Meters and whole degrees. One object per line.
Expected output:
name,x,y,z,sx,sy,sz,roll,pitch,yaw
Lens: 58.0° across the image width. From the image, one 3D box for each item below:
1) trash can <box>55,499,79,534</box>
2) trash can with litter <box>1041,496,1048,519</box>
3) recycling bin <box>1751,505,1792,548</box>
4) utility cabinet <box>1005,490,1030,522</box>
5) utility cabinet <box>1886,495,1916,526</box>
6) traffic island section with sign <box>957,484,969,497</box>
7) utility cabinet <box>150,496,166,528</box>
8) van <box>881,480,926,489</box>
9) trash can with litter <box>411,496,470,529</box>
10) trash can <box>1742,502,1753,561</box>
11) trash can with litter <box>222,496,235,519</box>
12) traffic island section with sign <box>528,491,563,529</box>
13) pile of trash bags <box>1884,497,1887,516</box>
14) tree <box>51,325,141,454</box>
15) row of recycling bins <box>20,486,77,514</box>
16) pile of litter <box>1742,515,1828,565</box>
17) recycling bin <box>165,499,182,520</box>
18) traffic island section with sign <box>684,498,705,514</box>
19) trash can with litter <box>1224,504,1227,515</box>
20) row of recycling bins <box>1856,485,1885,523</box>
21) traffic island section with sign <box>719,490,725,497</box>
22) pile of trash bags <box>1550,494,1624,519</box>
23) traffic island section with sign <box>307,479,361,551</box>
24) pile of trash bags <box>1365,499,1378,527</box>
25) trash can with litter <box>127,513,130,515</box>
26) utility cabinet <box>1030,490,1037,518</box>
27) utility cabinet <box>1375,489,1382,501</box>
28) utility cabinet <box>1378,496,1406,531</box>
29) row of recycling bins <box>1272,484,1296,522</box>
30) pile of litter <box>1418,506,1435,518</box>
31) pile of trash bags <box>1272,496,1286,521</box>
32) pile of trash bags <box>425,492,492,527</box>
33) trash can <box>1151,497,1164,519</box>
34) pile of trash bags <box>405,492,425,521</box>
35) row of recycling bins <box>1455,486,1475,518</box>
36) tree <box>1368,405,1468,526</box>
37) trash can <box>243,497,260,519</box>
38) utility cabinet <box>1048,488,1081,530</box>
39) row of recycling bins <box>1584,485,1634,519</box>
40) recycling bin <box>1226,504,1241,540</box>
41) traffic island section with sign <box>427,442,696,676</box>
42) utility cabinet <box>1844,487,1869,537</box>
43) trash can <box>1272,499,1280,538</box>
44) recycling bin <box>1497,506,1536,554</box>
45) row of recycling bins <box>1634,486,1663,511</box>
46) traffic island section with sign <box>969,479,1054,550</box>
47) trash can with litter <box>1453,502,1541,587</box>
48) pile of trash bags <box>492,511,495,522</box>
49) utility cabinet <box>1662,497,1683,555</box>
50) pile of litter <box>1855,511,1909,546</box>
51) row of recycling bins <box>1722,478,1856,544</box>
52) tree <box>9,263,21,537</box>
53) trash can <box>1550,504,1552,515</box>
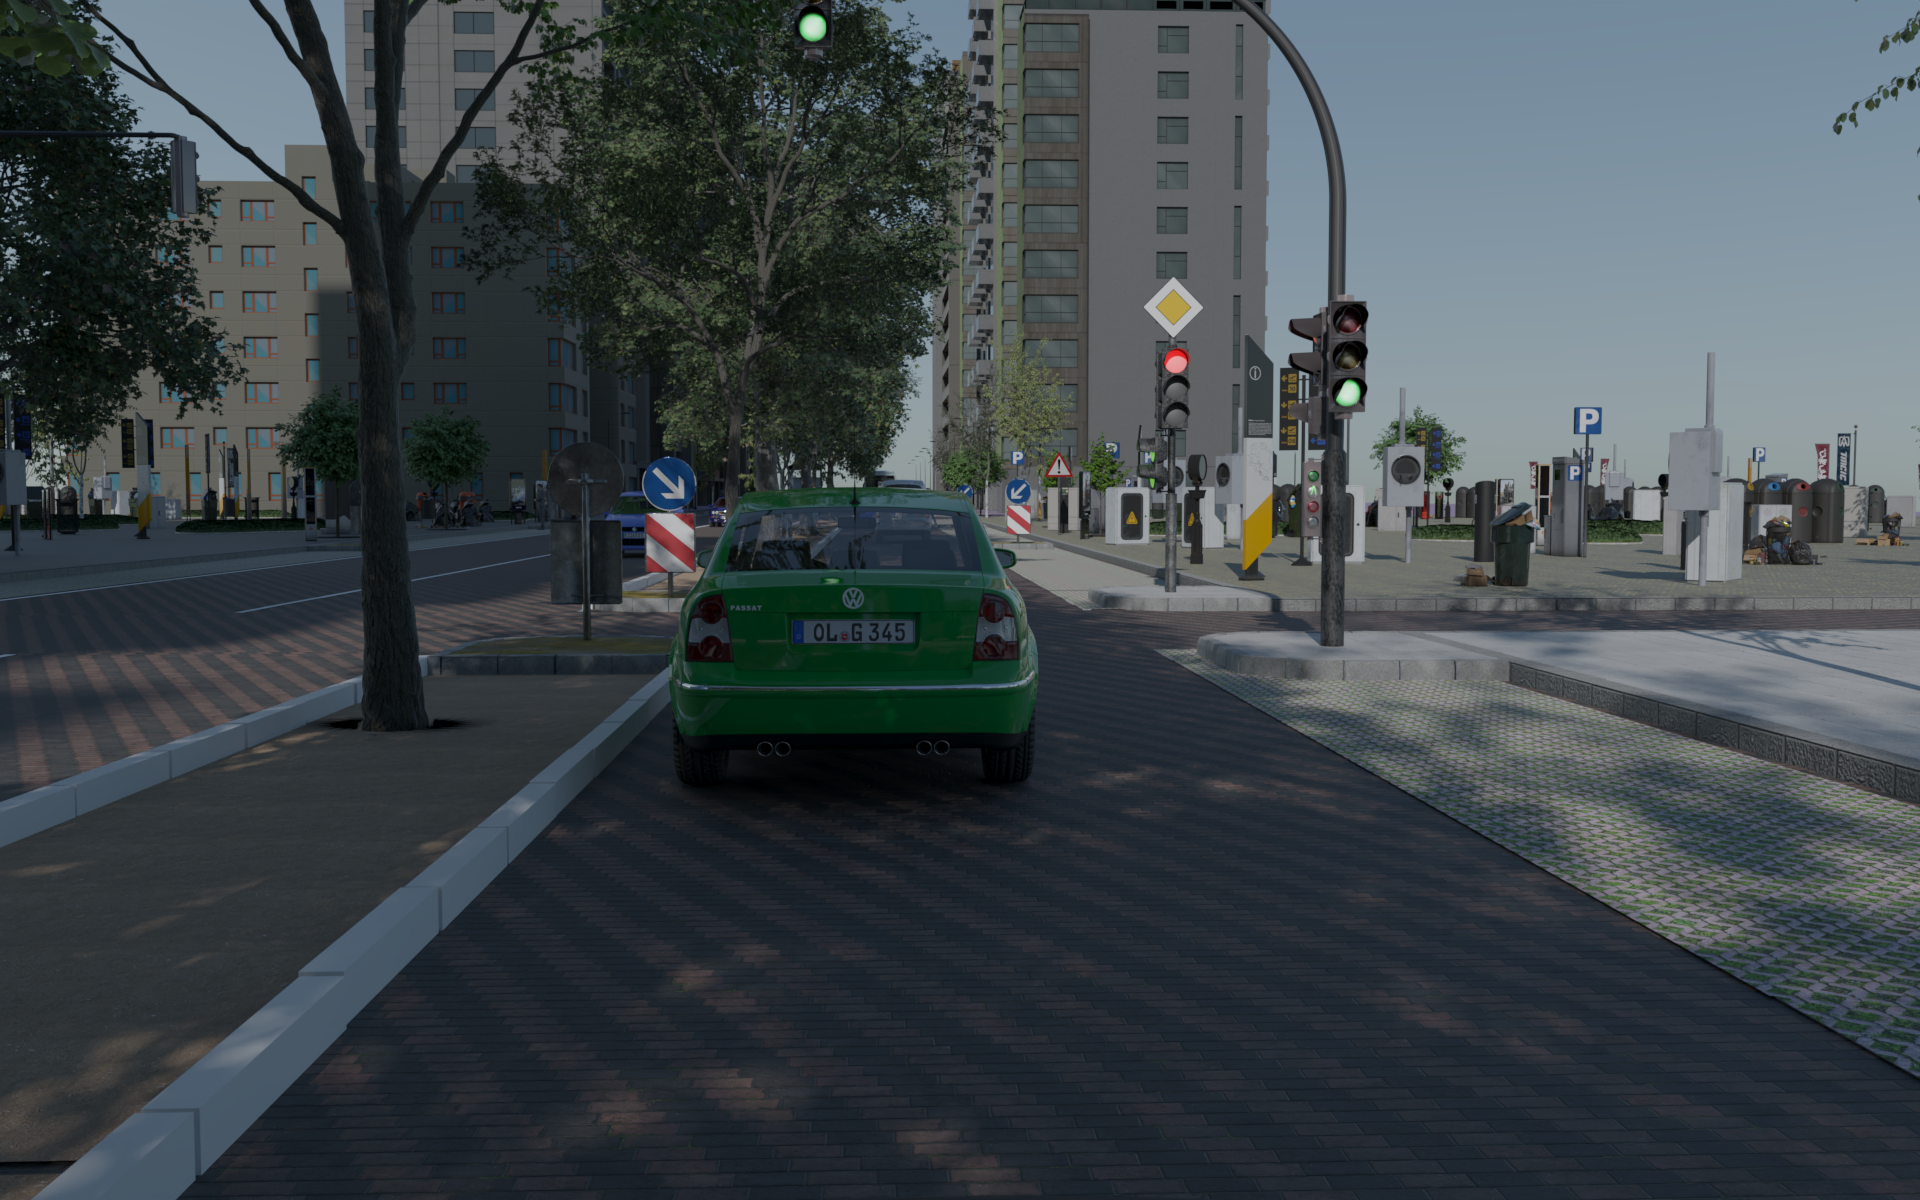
trash can,-28.458,-2.664,55.214,0.748,1.137,0.748,0,3,0
trash can with litter,4.600,-4.830,90.364,0.624,1.170,1.055,1,4,18
recycling bin,18.982,-1.711,40.533,0.722,1.027,0.722,1,4,10
utility cabinet,2.534,-4.282,78.695,0.318,1.500,1.173,-3,5,-39
utility cabinet,37.592,-3.548,69.173,0.306,1.237,1.020,-2,4,-35
traffic island section with sign,0.054,-3.891,72.242,1.989,1.847,2.006,0,4,-3
utility cabinet,-30.794,-3.357,66.045,0.306,1.237,1.020,2,4,24
van,-1.703,-2.726,51.575,2.013,2.044,4.112,0,4,-2
trash can with litter,-19.605,-3.314,65.244,2.233,1.210,1.678,-1,4,-23
trash can,14.791,-1.318,33.211,0.748,1.137,0.748,0,3,0
trash can with litter,-31.132,-3.791,73.040,2.233,1.210,1.678,0,4,8
traffic island section with sign,-16.577,-3.825,71.173,1.989,1.847,2.006,0,4,-3
pile of trash bags,43.849,-4.490,83.166,1.912,1.369,3.447,2,4,32
tree,-33.480,-7.067,65.903,4.360,8.622,3.978,0,3,0
row of recycling bins,-46.663,-4.978,88.499,3.534,1.692,1.069,1,4,17
pile of litter,14.902,-1.086,31.721,1.719,0.858,1.176,2,4,31
recycling bin,-39.792,-4.578,87.409,0.722,1.027,0.722,0,4,3
traffic island section with sign,-18.996,-6.912,121.645,1.989,1.847,2.006,0,4,-3
trash can with litter,9.113,-2.735,56.108,1.055,1.170,0.624,0,4,1
row of recycling bins,39.518,-4.313,77.630,3.534,1.692,1.069,3,5,43
traffic island section with sign,-20.283,-8.559,148.569,1.989,1.847,2.006,0,4,-3
pile of trash bags,22.195,-3.202,62.102,1.912,1.369,3.447,-3,5,-40
traffic island section with sign,-15.269,-2.159,43.927,1.989,1.847,2.006,0,4,-3
pile of trash bags,15.855,-3.597,68.570,1.912,1.369,3.447,0,4,7
trash can with litter,-41.209,-4.600,86.591,0.624,1.170,1.055,3,5,44
utility cabinet,3.528,-5.100,92.061,1.173,1.500,0.318,3,4,37
utility cabinet,18.140,-3.939,73.085,1.173,1.500,0.318,3,5,39
utility cabinet,15.153,-3.021,60.555,1.020,1.237,0.306,1,4,23
row of recycling bins,12.880,-3.812,69.445,1.069,1.692,3.534,-3,5,-39
pile of litter,25.294,-4.903,94.134,1.176,0.858,1.719,1,4,14
pile of trash bags,11.338,-3.195,61.992,3.447,1.369,1.912,2,4,28
pile of trash bags,-20.011,-3.637,69.215,1.912,1.369,3.447,-1,4,-8
trash can,10.252,-4.777,89.756,0.748,1.137,0.748,0,3,0
pile of trash bags,-26.536,-4.452,82.549,1.912,1.369,3.447,1,4,20
row of recycling bins,27.895,-5.214,92.363,1.069,1.692,3.534,-2,4,-34
tree,16.614,-4.857,63.133,4.285,4.588,4.351,0,3,0
trash can,-32.739,-4.186,80.094,0.748,1.137,0.748,0,3,0
utility cabinet,3.663,-3.177,60.624,1.173,1.500,0.318,2,4,31
row of recycling bins,28.481,-4.317,77.698,3.534,1.692,1.069,-2,4,-30
recycling bin,7.844,-2.197,48.477,0.722,1.027,0.722,1,4,13
traffic island section with sign,-3.257,-0.395,14.596,2.006,1.907,1.989,0,4,-3
utility cabinet,26.123,-2.596,51.121,1.173,1.500,0.318,3,5,43
trash can,8.986,-2.386,50.667,0.748,1.137,0.748,0,3,0
recycling bin,11.951,-1.508,37.216,0.722,1.027,0.722,1,4,10
row of recycling bins,35.665,-5.146,91.247,3.534,1.692,1.069,-1,4,-18
traffic island section with sign,1.362,-2.244,45.319,1.989,1.847,2.006,0,4,-3
trash can with litter,7.467,-0.777,24.088,1.055,1.170,0.624,0,4,-5
pile of trash bags,-22.403,-4.262,79.441,1.912,1.369,3.447,-1,4,-18
utility cabinet,15.262,-1.583,37.045,0.306,1.237,1.020,2,4,29
pile of litter,23.059,-1.795,43.312,1.176,0.858,1.719,1,4,20
row of recycling bins,21.379,-2.329,45.200,3.534,1.692,1.069,-1,4,-13
tree,-28.090,-6.200,51.735,4.737,8.622,4.395,0,3,0
trash can,23.724,-3.487,68.660,0.748,1.137,0.748,0,3,0
